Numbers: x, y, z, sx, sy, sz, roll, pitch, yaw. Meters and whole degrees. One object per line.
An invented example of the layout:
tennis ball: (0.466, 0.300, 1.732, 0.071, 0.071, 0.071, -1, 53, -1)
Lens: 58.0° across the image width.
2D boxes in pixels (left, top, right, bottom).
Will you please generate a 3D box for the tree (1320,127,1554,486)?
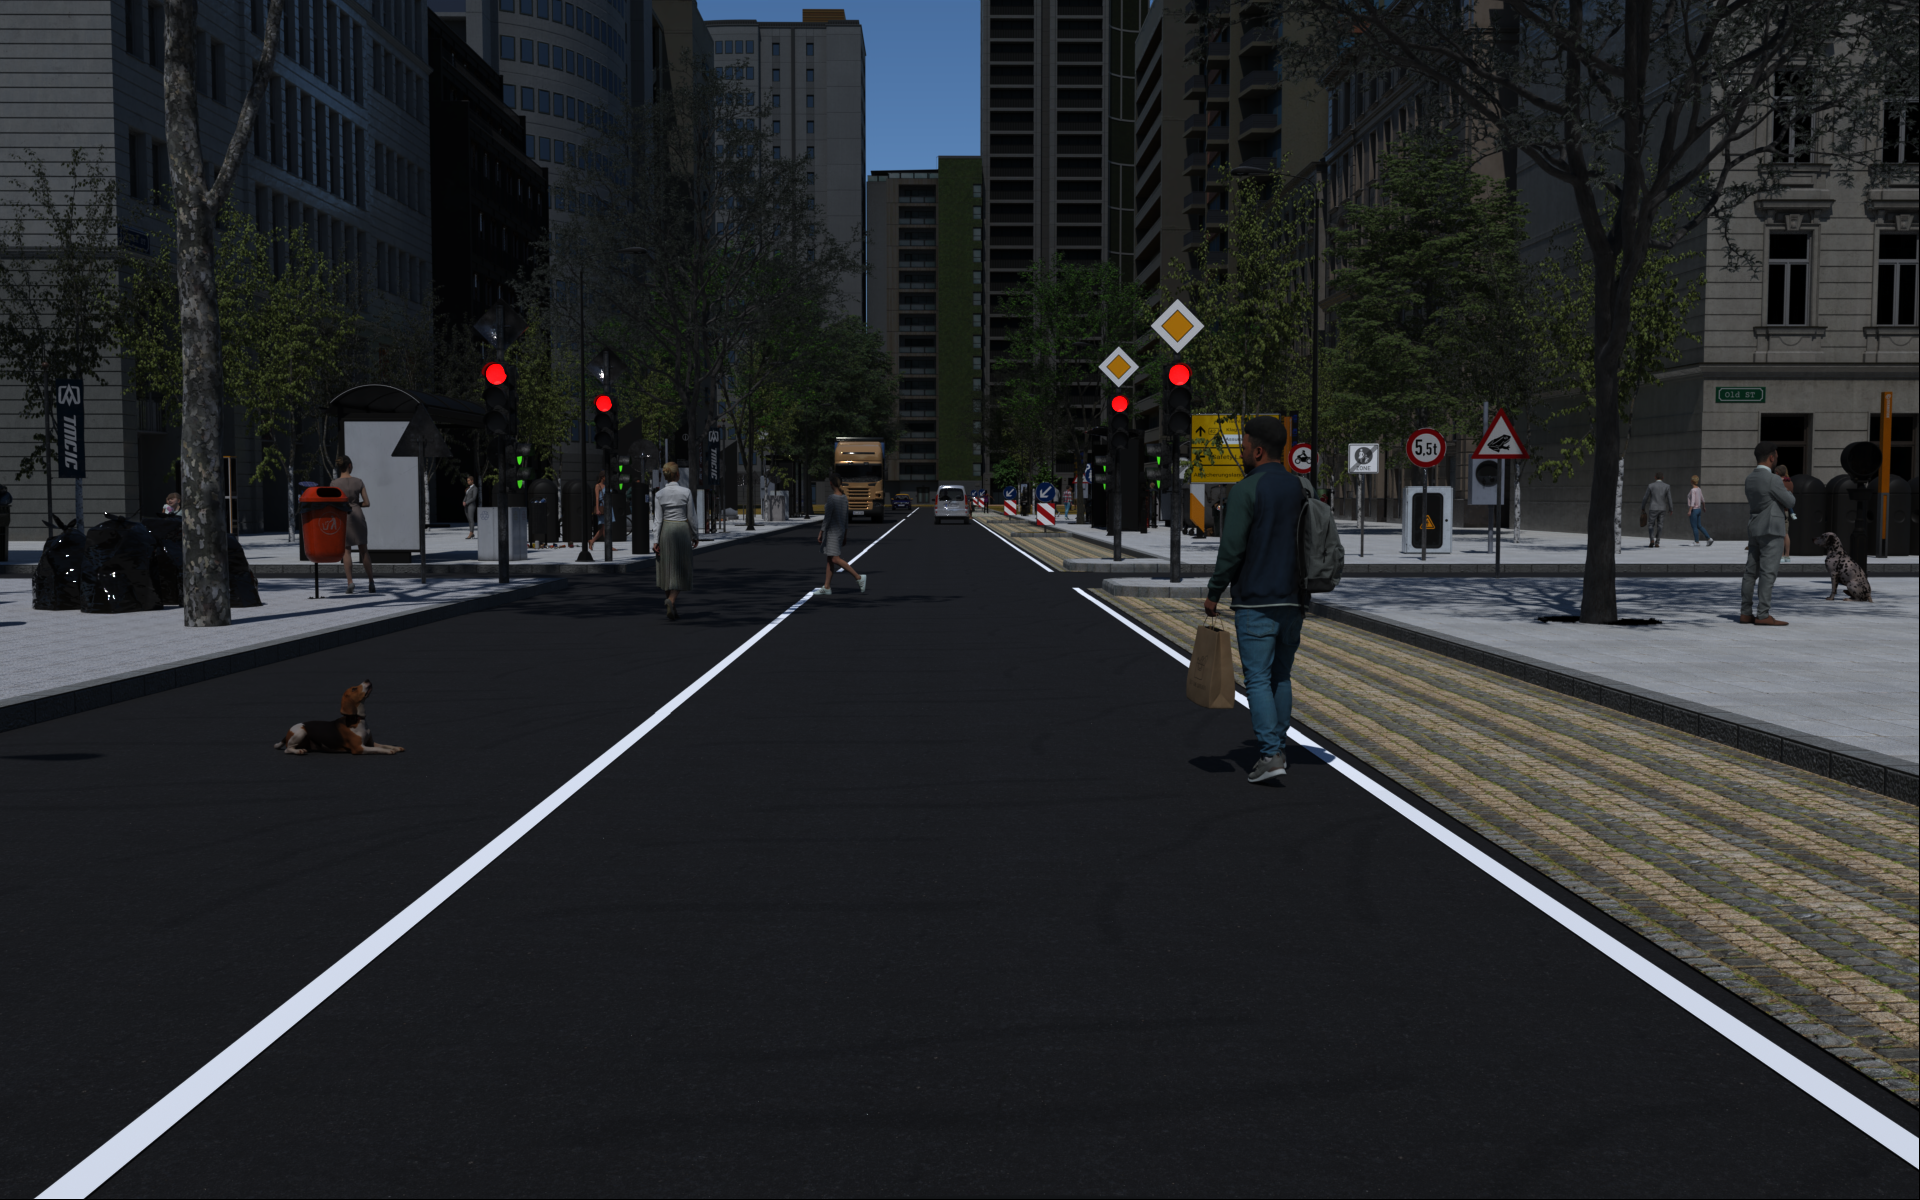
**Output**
tree: (14.823, -8.324, 54.224, 7.486, 12.596, 7.792, 0, 3, 0)

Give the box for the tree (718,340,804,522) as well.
tree: (-9.055, -7.944, 80.249, 4.737, 8.622, 4.395, 0, 3, 0)

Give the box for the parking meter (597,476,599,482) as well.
parking meter: (-11.710, -3.126, 56.825, 0.255, 1.863, 0.399, 1, 4, 22)

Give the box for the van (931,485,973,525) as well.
van: (-0.376, -4.632, 82.741, 2.013, 2.044, 4.112, 0, 4, 1)

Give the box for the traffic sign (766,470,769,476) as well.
traffic sign: (-9.731, -5.461, 89.387, 0.768, 2.556, 0.104, 0, 4, 0)

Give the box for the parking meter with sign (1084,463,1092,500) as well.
parking meter with sign: (7.906, -6.298, 99.232, 1.738, 3.016, 0.543, -3, 5, -42)

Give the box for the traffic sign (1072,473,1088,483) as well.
traffic sign: (6.007, -5.261, 86.018, 0.884, 2.594, 0.081, 0, 4, 6)

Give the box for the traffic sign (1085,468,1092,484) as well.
traffic sign: (6.485, -5.174, 84.696, 0.768, 2.556, 0.104, 0, 4, 4)

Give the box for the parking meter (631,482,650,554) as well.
parking meter: (-6.808, -1.743, 36.903, 0.372, 1.533, 0.369, 0, 3, 0)

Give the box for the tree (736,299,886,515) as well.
tree: (-9.220, -12.140, 105.139, 9.857, 13.997, 8.962, 0, 3, 0)

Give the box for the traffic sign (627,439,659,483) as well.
traffic sign: (-7.361, -2.454, 40.232, 0.768, 2.556, 0.104, 0, 4, 6)

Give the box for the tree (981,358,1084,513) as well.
tree: (4.900, -11.057, 115.198, 7.601, 10.594, 8.767, 0, 4, 4)

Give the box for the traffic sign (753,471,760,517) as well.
traffic sign: (-11.313, -5.841, 95.508, 0.884, 2.594, 0.081, 0, 4, 2)

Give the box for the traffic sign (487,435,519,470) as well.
traffic sign: (-9.831, -2.280, 37.384, 0.768, 2.556, 0.104, 0, 4, 0)

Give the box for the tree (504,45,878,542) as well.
tree: (-7.209, -8.355, 46.981, 12.009, 13.543, 11.850, 0, 3, 0)

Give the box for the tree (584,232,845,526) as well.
tree: (-8.620, -8.789, 69.448, 9.928, 11.665, 9.643, 0, 3, 0)

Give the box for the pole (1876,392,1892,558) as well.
pole: (18.484, -2.495, 34.639, 0.158, 3.312, 0.155, 0, 3, 0)

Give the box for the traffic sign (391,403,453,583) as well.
traffic sign: (-7.698, -1.516, 24.790, 0.884, 2.594, 0.081, 0, 4, 1)

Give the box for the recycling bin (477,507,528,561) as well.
recycling bin: (-8.831, -1.277, 33.431, 0.722, 1.027, 0.722, 1, 4, 11)

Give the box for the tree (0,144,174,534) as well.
tree: (-18.569, -5.227, 35.828, 4.360, 8.622, 3.978, 0, 3, 0)

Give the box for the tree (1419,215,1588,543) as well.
tree: (14.321, -5.778, 44.825, 4.360, 8.622, 3.978, 0, 3, 0)

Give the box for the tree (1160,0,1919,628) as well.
tree: (6.405, -6.503, 16.701, 12.009, 13.543, 11.850, 0, 3, 0)

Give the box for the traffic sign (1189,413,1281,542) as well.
traffic sign: (6.910, -3.041, 43.596, 2.265, 3.308, 0.079, 0, 4, 3)

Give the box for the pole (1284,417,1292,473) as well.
pole: (8.651, -3.176, 45.764, 0.158, 3.312, 0.155, 0, 3, 0)

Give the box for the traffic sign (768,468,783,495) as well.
traffic sign: (-8.905, -5.107, 83.599, 0.768, 2.556, 0.104, 0, 4, 1)

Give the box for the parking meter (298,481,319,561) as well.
parking meter: (-12.535, -1.526, 33.358, 0.372, 1.533, 0.369, 0, 3, 0)

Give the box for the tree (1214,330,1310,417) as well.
tree: (13.273, -7.635, 75.199, 4.360, 8.622, 3.978, 0, 3, 0)

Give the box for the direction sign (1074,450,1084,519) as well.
direction sign: (6.152, -5.974, 89.666, 0.379, 3.537, 0.876, -2, 4, -31)

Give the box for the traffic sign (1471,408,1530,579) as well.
traffic sign: (8.162, -1.604, 26.230, 0.884, 2.594, 0.081, 0, 4, 0)

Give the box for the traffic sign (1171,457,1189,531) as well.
traffic sign: (7.680, -3.659, 59.923, 0.768, 2.556, 0.104, 0, 4, 5)

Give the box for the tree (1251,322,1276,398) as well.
tree: (13.546, -10.251, 93.365, 9.928, 11.665, 9.643, 0, 3, 0)

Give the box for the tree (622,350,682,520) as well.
tree: (-15.635, -8.296, 85.997, 4.737, 8.622, 4.395, 0, 3, 0)

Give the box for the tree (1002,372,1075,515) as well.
tree: (4.702, -9.447, 104.822, 4.360, 8.622, 3.978, 0, 3, 0)

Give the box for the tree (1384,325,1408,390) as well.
tree: (14.753, -7.001, 64.824, 4.737, 8.622, 4.395, 0, 3, 0)

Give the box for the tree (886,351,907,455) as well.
tree: (-8.350, -13.101, 120.859, 9.857, 13.997, 8.962, 0, 3, 0)

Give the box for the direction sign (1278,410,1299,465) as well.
direction sign: (8.932, -3.380, 47.262, 0.379, 3.537, 0.876, -2, 4, -27)

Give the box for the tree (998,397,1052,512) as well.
tree: (4.485, -10.768, 126.423, 4.737, 8.622, 4.395, 0, 3, 0)

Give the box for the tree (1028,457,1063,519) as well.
tree: (4.382, -5.823, 89.800, 1.663, 3.219, 1.824, 0, 3, 0)

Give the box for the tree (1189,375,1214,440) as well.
tree: (14.888, -9.231, 101.292, 4.360, 8.622, 3.978, 0, 3, 0)

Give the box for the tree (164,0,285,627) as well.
tree: (-7.688, -9.723, 14.867, 12.611, 20.169, 13.585, 0, 3, 0)

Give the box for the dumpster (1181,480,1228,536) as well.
dumpster: (7.600, -2.936, 53.760, 1.264, 1.857, 1.865, 0, 4, -1)

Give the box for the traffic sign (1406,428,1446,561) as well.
traffic sign: (8.957, -2.035, 33.373, 0.768, 2.556, 0.104, 0, 4, 3)

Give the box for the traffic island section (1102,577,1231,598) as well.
traffic island section: (3.143, -0.174, 25.125, 2.009, 0.180, 2.903, 0, 4, -1)

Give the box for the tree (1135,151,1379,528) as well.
tree: (6.151, -5.340, 37.673, 4.737, 8.622, 4.395, 0, 3, 0)

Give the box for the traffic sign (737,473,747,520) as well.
traffic sign: (-10.519, -5.018, 84.167, 0.606, 2.300, 0.079, 0, 4, 2)

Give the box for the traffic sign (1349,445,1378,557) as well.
traffic sign: (8.188, -2.023, 35.213, 0.606, 2.300, 0.079, 0, 4, 6)

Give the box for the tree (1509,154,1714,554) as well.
tree: (14.138, -5.314, 37.243, 4.737, 8.622, 4.395, 0, 3, 0)

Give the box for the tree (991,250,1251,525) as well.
tree: (5.151, -9.019, 73.215, 9.928, 11.665, 9.643, 0, 3, 0)

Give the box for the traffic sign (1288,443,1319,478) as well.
traffic sign: (8.526, -2.629, 43.082, 0.768, 2.556, 0.104, 0, 4, 3)

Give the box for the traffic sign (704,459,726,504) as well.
traffic sign: (-8.497, -3.667, 60.056, 0.768, 2.556, 0.104, 0, 4, 4)

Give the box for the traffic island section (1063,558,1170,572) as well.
traffic island section: (3.031, -0.662, 33.109, 2.009, 0.180, 2.903, 0, 4, -1)
